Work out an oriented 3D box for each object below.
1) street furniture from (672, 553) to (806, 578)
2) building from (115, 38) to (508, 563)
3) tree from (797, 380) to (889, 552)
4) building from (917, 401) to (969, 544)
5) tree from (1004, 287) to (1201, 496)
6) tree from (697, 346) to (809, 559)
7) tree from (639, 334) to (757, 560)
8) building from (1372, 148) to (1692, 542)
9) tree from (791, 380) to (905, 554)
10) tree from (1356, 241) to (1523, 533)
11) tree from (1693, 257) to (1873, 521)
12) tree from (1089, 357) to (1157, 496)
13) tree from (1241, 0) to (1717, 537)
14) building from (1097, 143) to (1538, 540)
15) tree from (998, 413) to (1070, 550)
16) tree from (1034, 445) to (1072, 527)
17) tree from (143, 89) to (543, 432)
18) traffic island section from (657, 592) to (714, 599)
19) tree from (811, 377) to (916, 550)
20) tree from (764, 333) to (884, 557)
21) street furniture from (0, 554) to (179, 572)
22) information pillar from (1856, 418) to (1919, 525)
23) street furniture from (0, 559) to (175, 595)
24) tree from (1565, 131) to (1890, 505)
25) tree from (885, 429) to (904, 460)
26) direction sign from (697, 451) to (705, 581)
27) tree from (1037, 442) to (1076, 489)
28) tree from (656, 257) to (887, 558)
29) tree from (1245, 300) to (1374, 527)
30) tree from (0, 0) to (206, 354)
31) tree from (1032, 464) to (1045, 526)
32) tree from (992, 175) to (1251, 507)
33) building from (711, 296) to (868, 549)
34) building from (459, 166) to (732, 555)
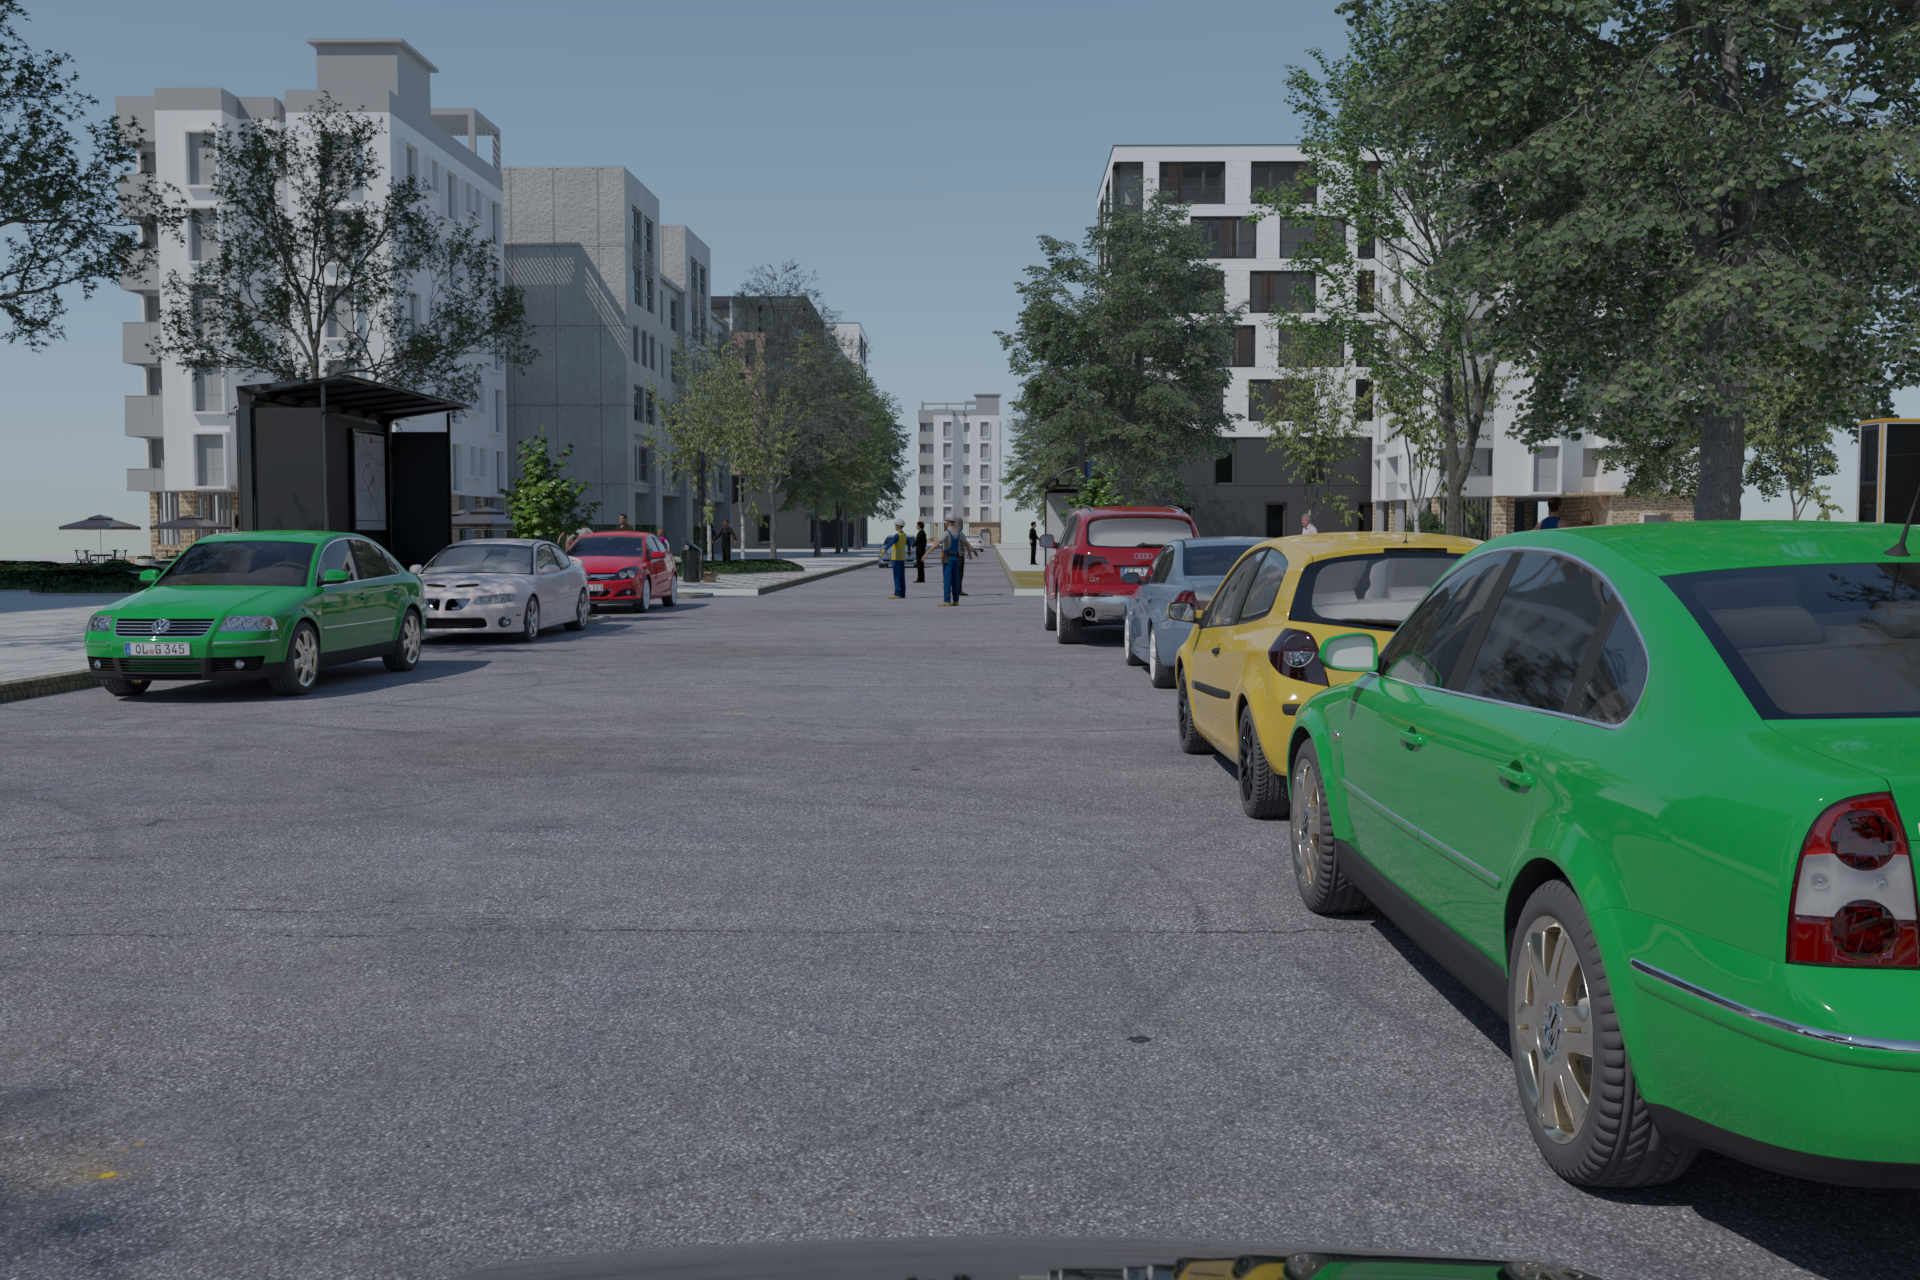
[{"bbox_3d":[-8.700,-2.437,55.463,5.734,0.657,10.072,1,4,19],"label":"street furniture"},{"bbox_3d":[-26.267,-12.918,67.621,16.016,20.090,11.380,0,4,1],"label":"building"},{"bbox_3d":[-8.487,-12.559,123.464,7.486,12.596,7.792,0,3,0],"label":"tree"},{"bbox_3d":[-5.536,-23.175,237.781,11.380,20.090,16.016,0,4,6],"label":"building"},{"bbox_3d":[7.166,-10.612,83.882,12.009,13.543,11.850,0,3,0],"label":"tree"},{"bbox_3d":[-8.300,-7.190,67.923,4.737,8.622,4.395,0,3,0],"label":"tree"},{"bbox_3d":[-9.345,-6.880,62.850,4.737,8.622,4.395,0,3,0],"label":"tree"},{"bbox_3d":[26.275,-14.123,87.323,16.016,20.090,11.380,0,4,1],"label":"building"},{"bbox_3d":[-7.767,-11.410,112.306,9.928,11.665,9.643,0,3,0],"label":"tree"},{"bbox_3d":[11.558,-5.672,43.099,4.737,8.622,4.395,0,3,0],"label":"tree"},{"bbox_3d":[21.130,-5.722,43.915,4.737,8.622,4.395,0,3,0],"label":"tree"},{"bbox_3d":[6.788,-7.505,73.075,4.737,8.622,4.395,0,3,0],"label":"tree"},{"bbox_3d":[9.134,-6.450,31.216,9.928,11.665,9.643,0,3,0],"label":"tree"},{"bbox_3d":[22.268,-16.105,107.292,27.936,21.610,32.646,0,4,1],"label":"building"},{"bbox_3d":[6.972,-13.603,140.540,7.486,12.596,7.792,0,3,0],"label":"tree"},{"bbox_3d":[7.517,-11.177,133.106,4.737,8.622,4.395,0,3,0],"label":"tree"},{"bbox_3d":[-12.742,-6.204,35.848,8.767,10.594,7.601,0,4,-3],"label":"tree"},{"bbox_3d":[-6.646,-0.999,39.208,1.991,0.108,1.994,0,4,1],"label":"traffic island section"},{"bbox_3d":[-8.415,-14.244,139.539,9.857,13.997,8.962,0,3,0],"label":"tree"},{"bbox_3d":[-7.774,-10.966,97.418,7.486,12.596,7.792,0,3,0],"label":"tree"},{"bbox_3d":[-28.389,-2.260,52.579,10.072,0.657,5.734,1,4,17],"label":"street furniture"},{"bbox_3d":[5.989,-0.409,11.172,0.304,2.012,0.304,0,4,1],"label":"information pillar"},{"bbox_3d":[-19.121,-1.588,41.591,5.734,0.657,10.072,1,4,12],"label":"street furniture"},{"bbox_3d":[24.089,-9.058,54.751,9.857,13.997,8.962,0,3,0],"label":"tree"},{"bbox_3d":[-13.619,-23.175,234.806,12.611,20.169,13.585,0,3,0],"label":"tree"},{"bbox_3d":[-7.138,-3.416,47.853,0.379,3.537,0.876,0,4,3],"label":"direction sign"},{"bbox_3d":[7.582,-10.854,127.827,4.360,8.622,3.978,0,3,0],"label":"tree"},{"bbox_3d":[-8.290,-10.196,77.074,12.009,13.543,11.850,0,3,0],"label":"tree"},{"bbox_3d":[10.988,-6.342,54.050,4.737,8.622,4.395,0,3,0],"label":"tree"},{"bbox_3d":[-12.489,-5.197,19.379,8.767,10.594,7.601,1,4,21],"label":"tree"},{"bbox_3d":[14.040,-19.958,232.968,9.857,13.997,8.962,0,3,0],"label":"tree"},{"bbox_3d":[6.045,-9.601,63.624,9.857,13.997,8.962,0,3,0],"label":"tree"},{"bbox_3d":[-23.633,-19.645,165.166,27.936,21.610,32.646,0,4,0],"label":"building"},{"bbox_3d":[-24.046,-14.256,99.546,16.747,18.905,31.486,0,4,2],"label":"building"}]
